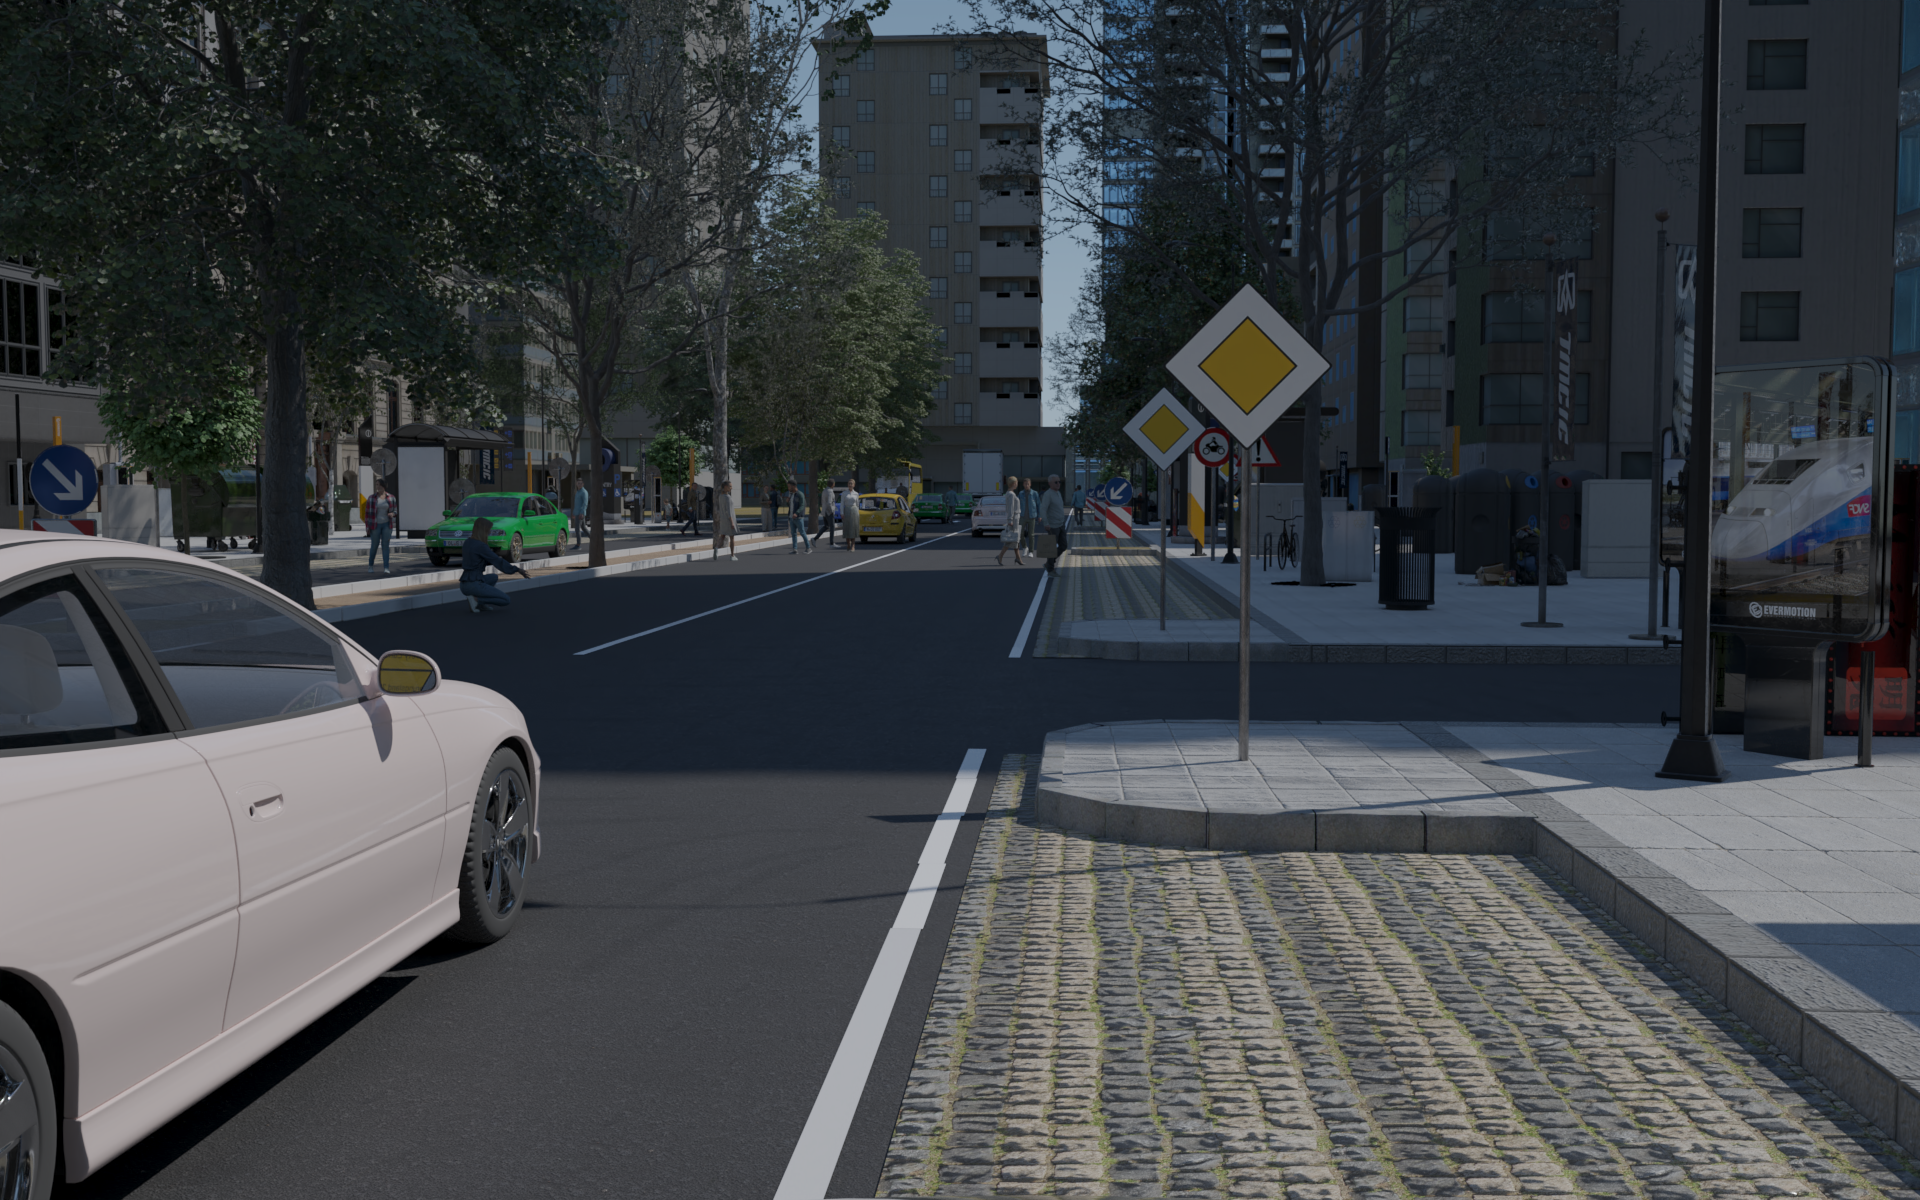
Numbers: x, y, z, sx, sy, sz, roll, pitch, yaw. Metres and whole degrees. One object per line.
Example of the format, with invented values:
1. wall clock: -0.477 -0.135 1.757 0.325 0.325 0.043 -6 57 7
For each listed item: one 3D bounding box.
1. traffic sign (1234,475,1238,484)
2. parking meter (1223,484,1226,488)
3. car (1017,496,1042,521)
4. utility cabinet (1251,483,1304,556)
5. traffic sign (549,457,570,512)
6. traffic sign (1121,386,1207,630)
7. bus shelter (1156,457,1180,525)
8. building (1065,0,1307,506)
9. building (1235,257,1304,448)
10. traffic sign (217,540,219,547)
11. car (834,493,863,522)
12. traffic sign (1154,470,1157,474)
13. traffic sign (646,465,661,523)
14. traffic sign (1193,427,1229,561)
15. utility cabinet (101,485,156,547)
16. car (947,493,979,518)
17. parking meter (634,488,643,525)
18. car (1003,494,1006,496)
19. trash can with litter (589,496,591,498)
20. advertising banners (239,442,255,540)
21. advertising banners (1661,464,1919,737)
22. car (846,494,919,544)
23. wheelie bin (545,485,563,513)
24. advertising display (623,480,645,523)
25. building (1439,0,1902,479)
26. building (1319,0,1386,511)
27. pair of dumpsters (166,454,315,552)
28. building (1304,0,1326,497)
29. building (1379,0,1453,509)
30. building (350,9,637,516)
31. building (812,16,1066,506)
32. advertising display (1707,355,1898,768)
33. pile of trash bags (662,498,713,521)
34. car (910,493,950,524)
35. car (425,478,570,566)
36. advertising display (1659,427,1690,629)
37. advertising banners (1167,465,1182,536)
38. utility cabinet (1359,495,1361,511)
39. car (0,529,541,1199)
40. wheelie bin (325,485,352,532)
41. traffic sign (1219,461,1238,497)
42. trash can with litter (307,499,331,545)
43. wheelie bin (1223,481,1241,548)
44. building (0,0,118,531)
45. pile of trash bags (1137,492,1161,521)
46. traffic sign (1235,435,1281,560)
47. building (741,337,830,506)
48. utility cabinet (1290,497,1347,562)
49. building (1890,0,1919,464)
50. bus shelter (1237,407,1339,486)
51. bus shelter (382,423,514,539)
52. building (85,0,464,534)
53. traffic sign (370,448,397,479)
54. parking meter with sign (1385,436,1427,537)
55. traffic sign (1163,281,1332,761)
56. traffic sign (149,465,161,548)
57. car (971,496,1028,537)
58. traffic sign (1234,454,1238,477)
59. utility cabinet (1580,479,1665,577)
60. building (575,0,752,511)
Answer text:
1. traffic sign: 11.246 -4.317 70.587 0.884 2.594 0.081 1 4 10
2. parking meter: 13.450 -4.983 87.181 0.399 1.863 0.255 2 4 35
3. car: 3.696 -5.056 95.251 1.945 1.354 3.894 0 4 4
4. utility cabinet: 6.468 -1.646 35.590 1.173 1.500 0.318 1 4 12
5. traffic sign: -13.891 -3.664 60.018 0.768 2.556 0.104 1 4 9
6. traffic sign: 1.906 -0.771 16.246 0.795 2.450 0.064 0 4 4
7. bus shelter: 8.656 -4.547 68.263 2.014 3.302 5.546 0 4 4
8. building: 27.548 -53.873 193.498 31.000 86.520 22.319 0 4 4
9. building: 37.464 -18.032 139.857 27.650 21.520 28.899 0 4 4
10. traffic sign: -17.966 -2.558 41.927 0.768 2.556 0.104 0 4 5
11. car: -5.603 -4.856 88.995 1.945 1.707 3.694 0 4 3
12. traffic sign: 10.299 -5.508 90.163 0.768 2.556 0.104 1 4 12
13. traffic sign: -13.627 -4.682 76.656 0.768 2.556 0.104 1 4 10
14. traffic sign: 4.838 -2.015 33.057 0.768 2.556 0.104 1 4 12
15. utility cabinet: -19.795 -1.991 41.226 0.318 1.500 1.173 2 4 34
16. car: 0.108 -5.798 103.597 1.959 1.807 4.718 0 4 3
17. parking meter: -13.568 -3.955 73.075 0.372 1.533 0.369 0 3 0
18. car: 3.502 -8.647 153.169 2.131 1.459 4.920 0 4 3
19. trash can with litter: -19.689 -4.926 91.600 1.678 1.210 2.233 1 4 14
20. advertising banners: -20.282 -3.253 49.381 0.090 3.025 2.074 -1 4 -8
21. advertising banners: 4.798 -0.789 9.085 2.074 3.025 0.090 0 4 6
22. car: -2.283 -2.497 51.049 2.015 1.641 3.980 0 4 6
23. wheelie bin: -14.996 -3.413 63.715 0.693 1.594 0.980 -2 4 -27
24. advertising display: -14.630 -4.439 77.798 0.974 1.923 0.123 0 4 2
25. building: 23.779 -17.588 59.264 14.160 30.474 14.107 0 4 4
26. building: 28.247 -27.312 96.666 14.600 45.320 14.200 0 4 4
27. pair of dumpsters: -16.622 -2.300 40.103 1.574 2.255 4.437 0 4 4
28. building: 32.323 -41.326 113.925 20.563 71.187 20.611 0 4 4
29. building: 27.274 -24.387 82.327 14.154 41.232 14.086 0 4 4
30. building: -37.182 -25.321 105.887 32.217 40.220 23.993 0 4 4
31. building: -1.398 -37.352 199.935 27.495 52.752 28.713 0 4 4
32. advertising display: 4.047 -0.199 8.463 0.123 1.923 0.974 -2 4 -30
33. pile of trash bags: -12.902 -4.608 85.101 1.912 1.369 3.447 3 4 38
34. car: -1.444 -4.648 84.798 1.959 1.807 4.718 0 4 4
35. car: -9.578 -1.668 36.062 1.959 1.807 4.718 0 4 6
36. advertising display: 6.932 -0.676 16.260 0.123 1.923 0.974 -1 4 -17
37. advertising banners: 6.110 -3.233 49.046 0.090 3.025 2.074 0 4 -6
38. utility cabinet: 19.302 -4.333 82.012 1.020 1.237 0.306 -3 5 -41
39. car: -2.459 0.502 4.158 2.083 1.381 4.827 0 4 3
40. wheelie bin: -21.337 -3.148 59.381 0.693 1.594 0.980 2 4 29
41. traffic sign: 8.227 -3.193 53.388 0.795 2.450 0.064 1 4 10
42. trash can with litter: -16.292 -1.952 43.298 1.055 1.170 0.624 0 4 5
43. wheelie bin: 6.655 -2.044 41.329 0.693 1.594 0.980 0 4 2
44. building: -33.206 -15.146 41.148 14.314 27.812 24.014 0 4 4
45. pile of trash bags: 9.441 -4.474 82.907 1.912 1.369 3.447 -2 4 -24
46. traffic sign: 5.803 -2.062 33.711 0.884 2.594 0.081 1 4 12
47. building: -29.555 -21.859 202.431 28.899 21.520 27.650 0 4 4
48. utility cabinet: 6.819 -1.332 32.937 1.020 1.237 0.306 0 4 6
49. building: 66.832 -31.823 139.915 30.456 49.044 23.786 0 4 4
50. bus shelter: 8.382 -4.181 45.991 2.179 5.291 8.768 0 4 4
51. bus shelter: -15.254 -3.553 52.021 2.014 3.302 5.546 0 4 4
52. building: -31.620 -15.378 70.517 14.460 24.649 34.723 0 4 4
53. traffic sign: -16.018 -2.936 48.104 0.768 2.556 0.104 0 4 6
54. parking meter with sign: 13.717 -3.423 52.227 1.738 3.016 0.543 1 4 18
55. traffic sign: 1.362 -0.284 8.280 0.795 2.450 0.064 0 4 4
56. traffic sign: -16.955 -2.229 36.548 0.768 2.556 0.104 1 4 13
57. car: 1.381 -2.840 58.799 2.083 1.381 4.827 0 4 3
58. traffic sign: 8.335 -3.270 53.567 0.768 2.556 0.104 0 4 5
59. utility cabinet: 10.105 -1.084 26.398 1.173 1.500 0.318 0 4 0
60. building: -32.664 -33.932 144.029 27.495 52.752 28.713 0 4 4
